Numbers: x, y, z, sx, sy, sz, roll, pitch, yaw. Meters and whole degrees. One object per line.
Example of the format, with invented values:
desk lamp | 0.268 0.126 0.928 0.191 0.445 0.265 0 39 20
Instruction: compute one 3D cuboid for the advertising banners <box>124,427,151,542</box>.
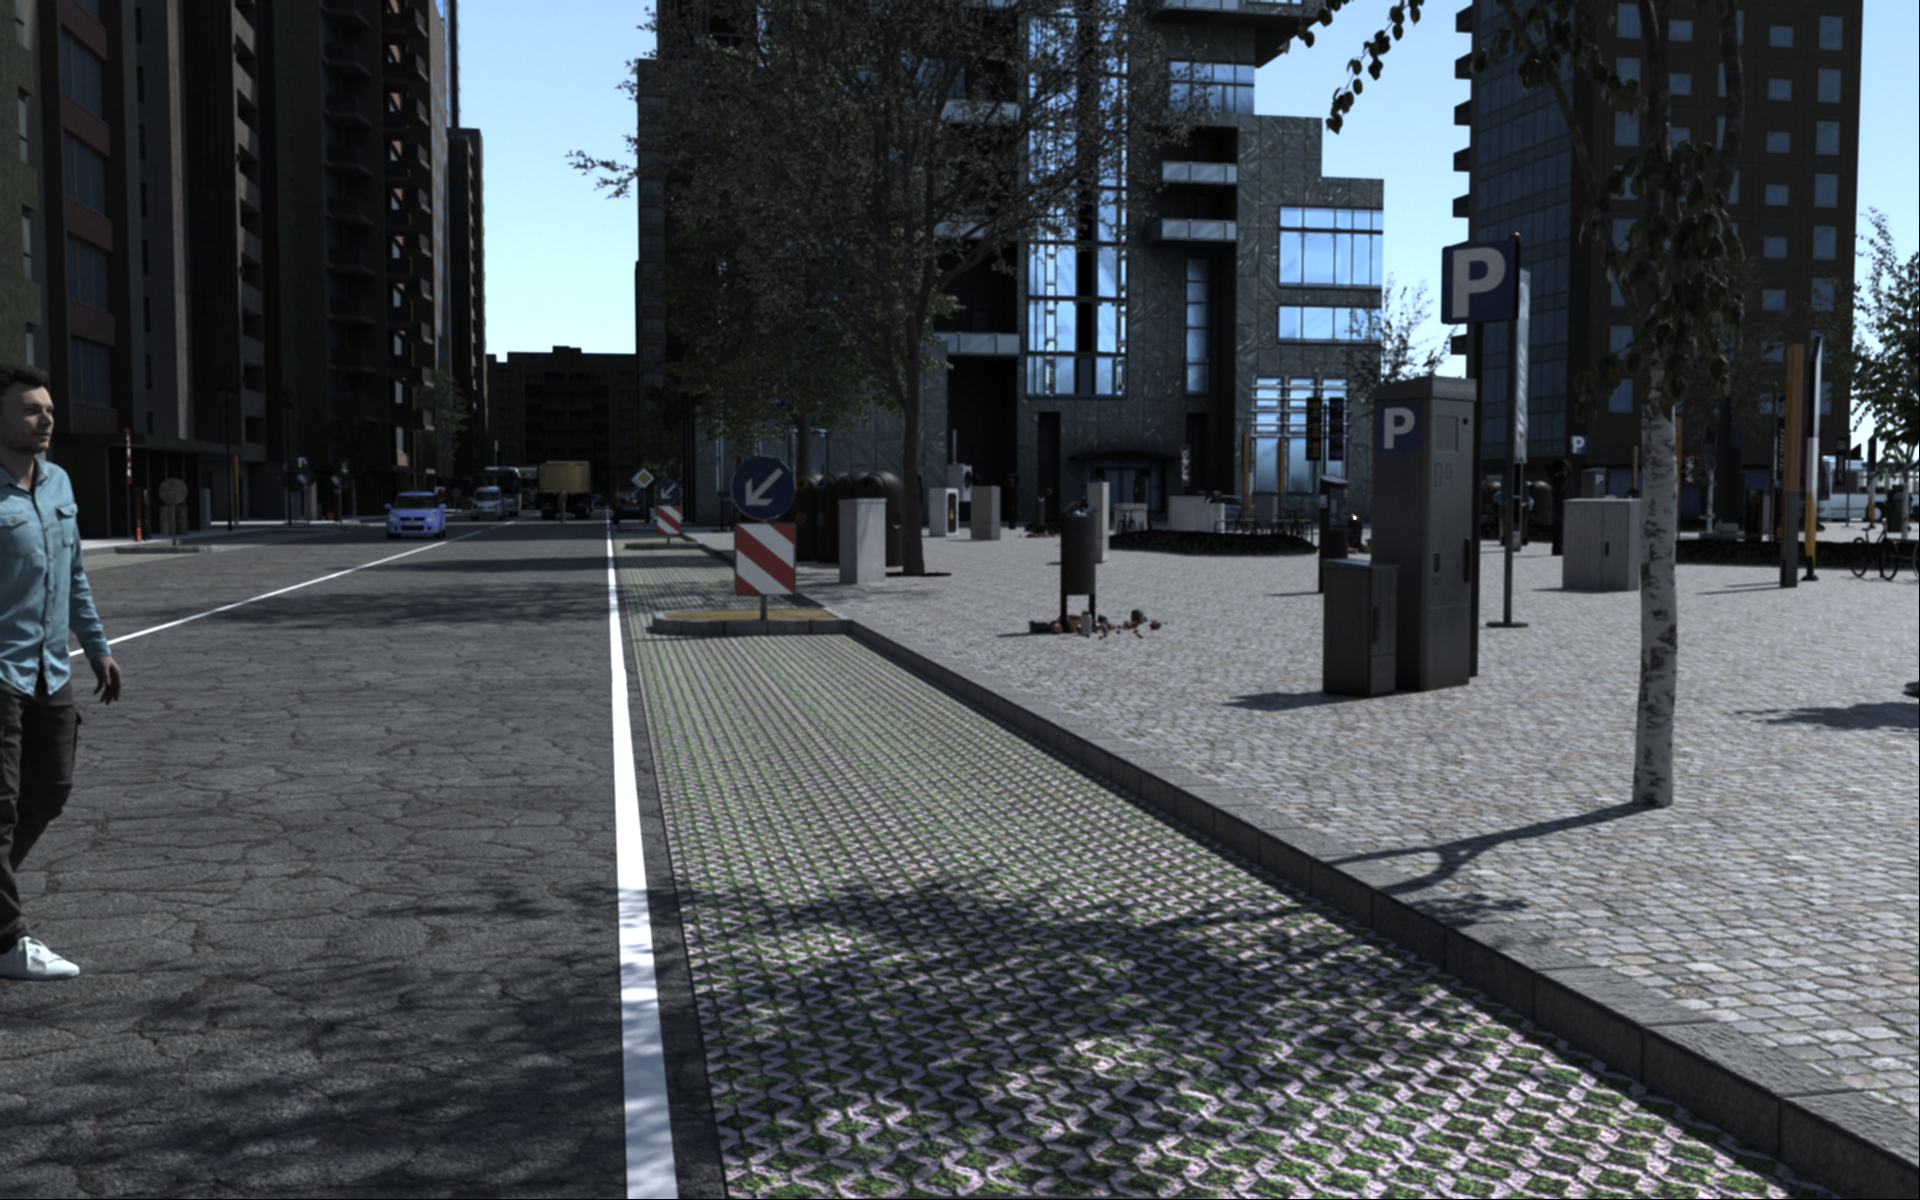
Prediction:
advertising banners | -22.070 -3.075 46.460 0.090 3.025 2.074 -1 4 -10

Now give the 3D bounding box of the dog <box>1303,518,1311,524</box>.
dog | 15.105 -3.399 75.759 0.748 0.427 0.550 0 4 4

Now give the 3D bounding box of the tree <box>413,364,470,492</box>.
tree | -41.297 -12.667 132.865 9.928 11.665 9.643 0 3 0

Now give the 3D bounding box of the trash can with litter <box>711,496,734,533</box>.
trash can with litter | -7.636 -2.908 58.603 1.678 1.210 2.233 2 4 24

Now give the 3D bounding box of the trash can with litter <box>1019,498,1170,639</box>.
trash can with litter | 1.424 -0.332 16.484 1.678 1.210 2.233 3 4 36

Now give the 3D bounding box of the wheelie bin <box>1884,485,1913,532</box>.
wheelie bin | 31.583 -3.082 58.304 0.693 1.594 0.980 0 4 -7

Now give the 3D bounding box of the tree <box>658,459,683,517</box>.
tree | -15.603 -6.172 95.513 1.663 3.219 1.824 0 3 0

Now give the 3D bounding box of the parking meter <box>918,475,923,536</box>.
parking meter | -1.202 -2.474 46.158 0.399 1.863 0.255 -1 4 -14

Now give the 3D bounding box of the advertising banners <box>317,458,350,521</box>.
advertising banners | -30.451 -5.344 83.568 2.074 3.025 0.090 0 4 -7

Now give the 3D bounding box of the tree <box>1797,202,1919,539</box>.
tree | 23.181 -5.651 42.756 4.737 8.622 4.395 0 3 0

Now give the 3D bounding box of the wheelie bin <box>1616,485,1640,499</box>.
wheelie bin | 22.217 -3.037 57.571 0.693 1.594 0.980 0 4 -3

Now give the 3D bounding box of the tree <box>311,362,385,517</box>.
tree | -33.842 -8.936 96.462 4.360 8.622 3.978 0 3 0

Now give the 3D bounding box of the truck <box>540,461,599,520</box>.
truck | -22.913 -6.424 100.962 3.469 3.379 9.791 -1 4 -10

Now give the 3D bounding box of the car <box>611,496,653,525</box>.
car | -15.615 -4.271 82.403 1.945 1.354 3.894 -1 4 -10

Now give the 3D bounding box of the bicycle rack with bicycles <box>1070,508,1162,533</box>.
bicycle rack with bicycles | 3.817 -1.846 43.570 2.852 0.926 2.925 1 4 9

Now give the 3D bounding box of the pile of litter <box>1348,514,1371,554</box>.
pile of litter | 8.786 -1.455 37.755 1.719 0.858 1.176 -1 4 -21

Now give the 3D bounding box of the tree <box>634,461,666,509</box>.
tree | -27.002 -10.349 152.913 4.285 4.588 4.351 0 3 0

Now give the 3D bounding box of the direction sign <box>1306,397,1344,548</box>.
direction sign | 8.545 -2.974 40.621 0.876 3.537 0.379 0 4 -1

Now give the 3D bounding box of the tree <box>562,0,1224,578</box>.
tree | -0.860 -7.124 26.846 12.009 13.543 11.850 0 3 0

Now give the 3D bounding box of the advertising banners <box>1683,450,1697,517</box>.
advertising banners | 30.002 -4.470 69.273 2.074 3.025 0.090 1 4 22

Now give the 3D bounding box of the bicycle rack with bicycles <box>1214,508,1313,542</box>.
bicycle rack with bicycles | 8.042 -1.915 44.687 2.925 0.926 2.852 -3 5 -42

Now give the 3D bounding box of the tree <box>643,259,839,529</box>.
tree | -7.540 -7.703 60.361 7.601 10.594 8.767 0 4 -6

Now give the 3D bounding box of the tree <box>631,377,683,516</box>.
tree | -16.321 -9.311 102.597 4.737 8.622 4.395 0 3 0

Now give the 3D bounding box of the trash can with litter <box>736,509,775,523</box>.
trash can with litter | -4.445 -1.678 38.828 1.055 1.170 0.624 -3 4 -37

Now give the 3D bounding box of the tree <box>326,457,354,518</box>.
tree | -32.908 -5.933 91.609 1.663 3.219 1.824 0 3 0

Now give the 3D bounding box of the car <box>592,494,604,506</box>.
car | -43.090 -11.997 204.951 1.959 1.807 4.718 -1 4 -13

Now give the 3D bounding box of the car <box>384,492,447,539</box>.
car | -17.720 -2.867 56.463 1.945 1.707 3.694 -1 4 -13

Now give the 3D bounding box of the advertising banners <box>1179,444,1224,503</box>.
advertising banners | 8.433 -3.936 60.546 2.074 3.025 0.090 -2 4 -33

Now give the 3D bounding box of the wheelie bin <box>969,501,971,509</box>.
wheelie bin | 0.116 -5.518 98.122 0.693 1.594 0.980 -3 4 -36

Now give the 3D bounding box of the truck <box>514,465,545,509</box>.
truck | -41.754 -10.934 167.689 2.839 4.237 11.283 -1 4 -10

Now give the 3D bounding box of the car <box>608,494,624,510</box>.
car | -30.791 -8.989 156.753 2.009 1.686 4.222 -1 4 -13

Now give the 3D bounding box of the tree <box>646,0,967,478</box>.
tree | -3.186 -7.392 38.981 7.486 12.596 7.792 0 3 0

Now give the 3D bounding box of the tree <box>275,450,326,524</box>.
tree | -29.009 -4.934 75.267 1.663 3.219 1.824 0 3 0

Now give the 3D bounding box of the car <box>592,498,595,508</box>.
car | -38.915 -10.434 180.190 1.945 1.707 3.694 -1 4 -11

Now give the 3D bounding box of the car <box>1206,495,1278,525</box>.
car | 11.586 -3.796 74.066 4.499 1.417 2.014 -1 4 -10

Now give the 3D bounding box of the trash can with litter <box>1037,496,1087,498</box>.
trash can with litter | 2.604 -2.495 51.856 1.678 1.210 2.233 1 4 20

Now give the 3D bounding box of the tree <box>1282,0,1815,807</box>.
tree | 2.632 -3.458 6.906 4.360 8.622 3.978 0 3 0

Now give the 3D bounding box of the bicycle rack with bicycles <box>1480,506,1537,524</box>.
bicycle rack with bicycles | 16.235 -2.511 54.437 2.852 0.926 2.925 -3 5 -39

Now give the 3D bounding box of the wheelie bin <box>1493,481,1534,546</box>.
wheelie bin | 13.807 -2.166 43.316 0.980 1.594 0.693 0 4 5

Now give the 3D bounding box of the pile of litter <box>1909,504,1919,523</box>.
pile of litter | 42.883 -3.869 77.224 1.719 0.858 1.176 1 4 9

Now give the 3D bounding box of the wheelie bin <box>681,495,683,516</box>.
wheelie bin | -15.351 -5.510 97.991 0.693 1.594 0.980 0 4 4

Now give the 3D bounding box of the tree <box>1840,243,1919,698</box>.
tree | 6.424 -0.995 10.869 1.663 3.219 1.824 0 3 0

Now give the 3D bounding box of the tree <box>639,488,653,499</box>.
tree | -28.037 -9.874 156.046 1.663 3.219 1.824 0 3 0

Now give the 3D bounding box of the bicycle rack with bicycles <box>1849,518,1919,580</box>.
bicycle rack with bicycles | 14.687 -0.733 25.361 2.852 0.926 2.925 1 4 11
